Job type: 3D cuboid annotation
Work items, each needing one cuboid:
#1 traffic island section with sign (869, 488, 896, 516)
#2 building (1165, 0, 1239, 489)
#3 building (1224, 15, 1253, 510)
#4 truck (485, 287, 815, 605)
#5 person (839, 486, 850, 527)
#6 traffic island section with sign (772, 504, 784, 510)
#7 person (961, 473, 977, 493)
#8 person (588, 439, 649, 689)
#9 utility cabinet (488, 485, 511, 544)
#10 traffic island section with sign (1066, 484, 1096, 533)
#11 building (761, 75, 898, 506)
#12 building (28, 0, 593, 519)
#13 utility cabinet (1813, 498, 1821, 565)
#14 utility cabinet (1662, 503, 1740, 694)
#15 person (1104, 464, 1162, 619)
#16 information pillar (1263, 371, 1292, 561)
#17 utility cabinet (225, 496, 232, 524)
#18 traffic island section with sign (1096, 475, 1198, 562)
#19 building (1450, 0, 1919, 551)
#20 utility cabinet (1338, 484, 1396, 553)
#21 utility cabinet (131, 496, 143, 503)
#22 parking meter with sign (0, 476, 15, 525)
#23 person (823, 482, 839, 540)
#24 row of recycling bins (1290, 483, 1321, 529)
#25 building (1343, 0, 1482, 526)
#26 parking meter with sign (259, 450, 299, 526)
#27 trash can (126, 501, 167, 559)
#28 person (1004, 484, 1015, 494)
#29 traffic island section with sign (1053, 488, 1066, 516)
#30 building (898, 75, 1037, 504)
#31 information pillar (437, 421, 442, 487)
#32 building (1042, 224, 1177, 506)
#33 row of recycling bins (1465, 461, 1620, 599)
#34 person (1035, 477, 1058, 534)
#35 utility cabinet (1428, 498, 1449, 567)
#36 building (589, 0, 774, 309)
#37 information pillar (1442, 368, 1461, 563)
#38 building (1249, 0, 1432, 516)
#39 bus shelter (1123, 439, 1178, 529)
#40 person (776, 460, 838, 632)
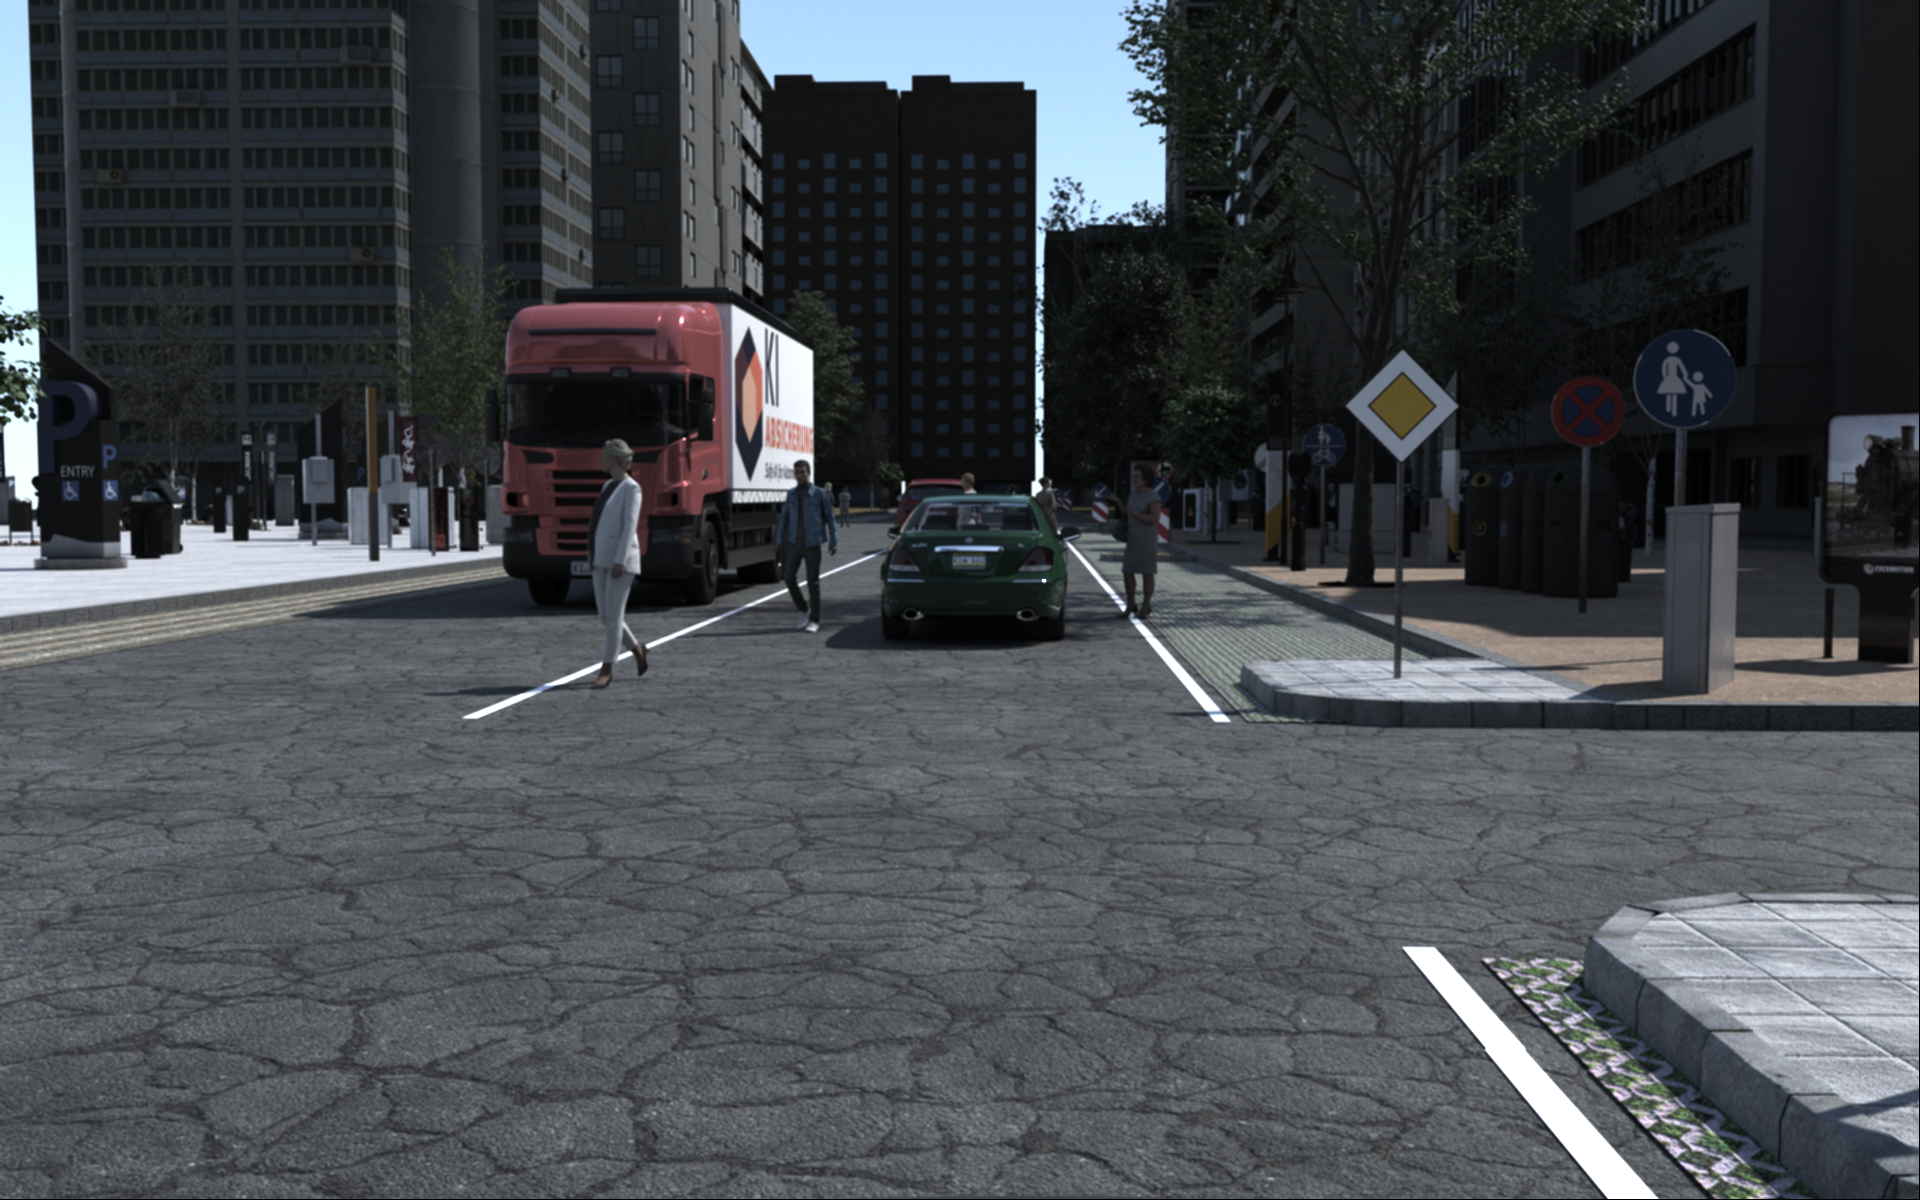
[{"bbox_3d":[-4.934,-6.470,114.405,1.989,1.847,2.006,0,4,2],"label":"traffic island section with sign"},{"bbox_3d":[33.531,-45.975,189.942,20.611,71.187,20.563,0,4,2],"label":"building"},{"bbox_3d":[32.848,-31.546,135.386,23.786,49.044,30.456,0,4,2],"label":"building"},{"bbox_3d":[-4.176,-2.259,25.849,2.839,4.237,11.283,0,4,3],"label":"truck"},{"bbox_3d":[-5.046,-4.103,75.762,0.511,1.800,0.466,-1,4,-17],"label":"person"},{"bbox_3d":[-6.834,-3.390,64.054,1.989,1.847,2.006,0,4,2],"label":"traffic island section with sign"},{"bbox_3d":[0.151,-1.228,28.925,0.624,1.780,0.694,3,5,39],"label":"person"},{"bbox_3d":[-2.541,-0.284,13.021,0.514,1.842,0.818,2,4,29],"label":"person"},{"bbox_3d":[-11.225,-2.124,43.404,1.173,1.500,0.318,1,4,12],"label":"utility cabinet"},{"bbox_3d":[5.043,-3.391,64.079,1.989,1.847,2.006,0,4,2],"label":"traffic island section with sign"},{"bbox_3d":[-13.364,-32.928,188.478,14.200,45.320,14.600,0,4,2],"label":"building"},{"bbox_3d":[-34.929,-24.972,100.179,32.217,40.220,23.993,0,4,2],"label":"building"},{"bbox_3d":[15.890,-1.219,31.085,0.306,1.237,1.020,-2,4,-32],"label":"utility cabinet"},{"bbox_3d":[4.941,-0.024,11.560,0.306,1.237,1.020,2,4,33],"label":"utility cabinet"},{"bbox_3d":[1.966,-0.680,19.970,0.532,1.782,0.716,-3,4,-36],"label":"person"},{"bbox_3d":[6.056,-2.547,32.995,0.504,3.616,0.183,-1,4,-12],"label":"information pillar"},{"bbox_3d":[-30.751,-3.808,73.423,1.020,1.237,0.306,0,4,8],"label":"utility cabinet"},{"bbox_3d":[4.018,-1.744,37.143,1.989,1.847,2.006,0,4,2],"label":"traffic island section with sign"},{"bbox_3d":[25.078,-14.204,51.304,14.314,24.678,30.058,0,4,2],"label":"building"},{"bbox_3d":[8.830,-1.768,37.588,1.173,1.500,0.318,1,4,10],"label":"utility cabinet"},{"bbox_3d":[-31.207,-3.381,66.442,0.306,1.237,1.020,3,4,37],"label":"utility cabinet"},{"bbox_3d":[-39.365,-4.594,71.371,1.738,3.016,0.543,1,4,16],"label":"parking meter with sign"},{"bbox_3d":[-4.157,-2.802,54.495,0.537,1.800,0.526,3,4,37],"label":"person"},{"bbox_3d":[13.335,-3.536,64.924,3.534,1.692,1.069,2,4,33],"label":"row of recycling bins"},{"bbox_3d":[24.023,-15.136,76.351,11.050,23.489,19.941,0,4,2],"label":"building"},{"bbox_3d":[-27.081,-4.476,69.440,1.738,3.016,0.543,-1,4,-12],"label":"parking meter with sign"},{"bbox_3d":[-16.194,-1.398,34.505,0.748,1.137,0.748,0,3,0],"label":"trash can"},{"bbox_3d":[1.835,-3.185,60.814,0.529,1.795,0.600,-1,4,-11],"label":"person"},{"bbox_3d":[6.924,-6.451,114.099,1.989,1.847,2.006,0,4,2],"label":"traffic island section with sign"},{"bbox_3d":[1.132,-32.939,188.666,14.200,45.320,14.600,0,4,2],"label":"building"},{"bbox_3d":[-16.708,-3.933,55.667,0.183,3.616,0.504,-1,4,-11],"label":"information pillar"},{"bbox_3d":[16.025,-25.484,188.362,14.107,30.474,14.160,0,4,2],"label":"building"},{"bbox_3d":[7.688,-0.969,22.959,1.069,1.692,3.534,0,4,-4],"label":"row of recycling bins"},{"bbox_3d":[1.803,-1.605,35.075,0.599,1.781,0.374,2,4,28],"label":"person"},{"bbox_3d":[8.542,-1.210,30.947,0.306,1.237,1.020,1,4,12],"label":"utility cabinet"},{"bbox_3d":[-34.488,-37.148,196.615,27.495,52.752,28.713,0,4,2],"label":"building"},{"bbox_3d":[9.221,-2.518,32.520,0.183,3.616,0.504,-1,4,-15],"label":"information pillar"},{"bbox_3d":[30.482,-29.712,109.493,21.300,48.544,21.600,0,4,2],"label":"building"},{"bbox_3d":[7.446,-4.462,66.872,2.014,3.302,5.546,0,4,2],"label":"bus shelter"},{"bbox_3d":[-1.595,-0.562,18.039,0.601,1.785,0.444,1,4,21],"label":"person"}]
